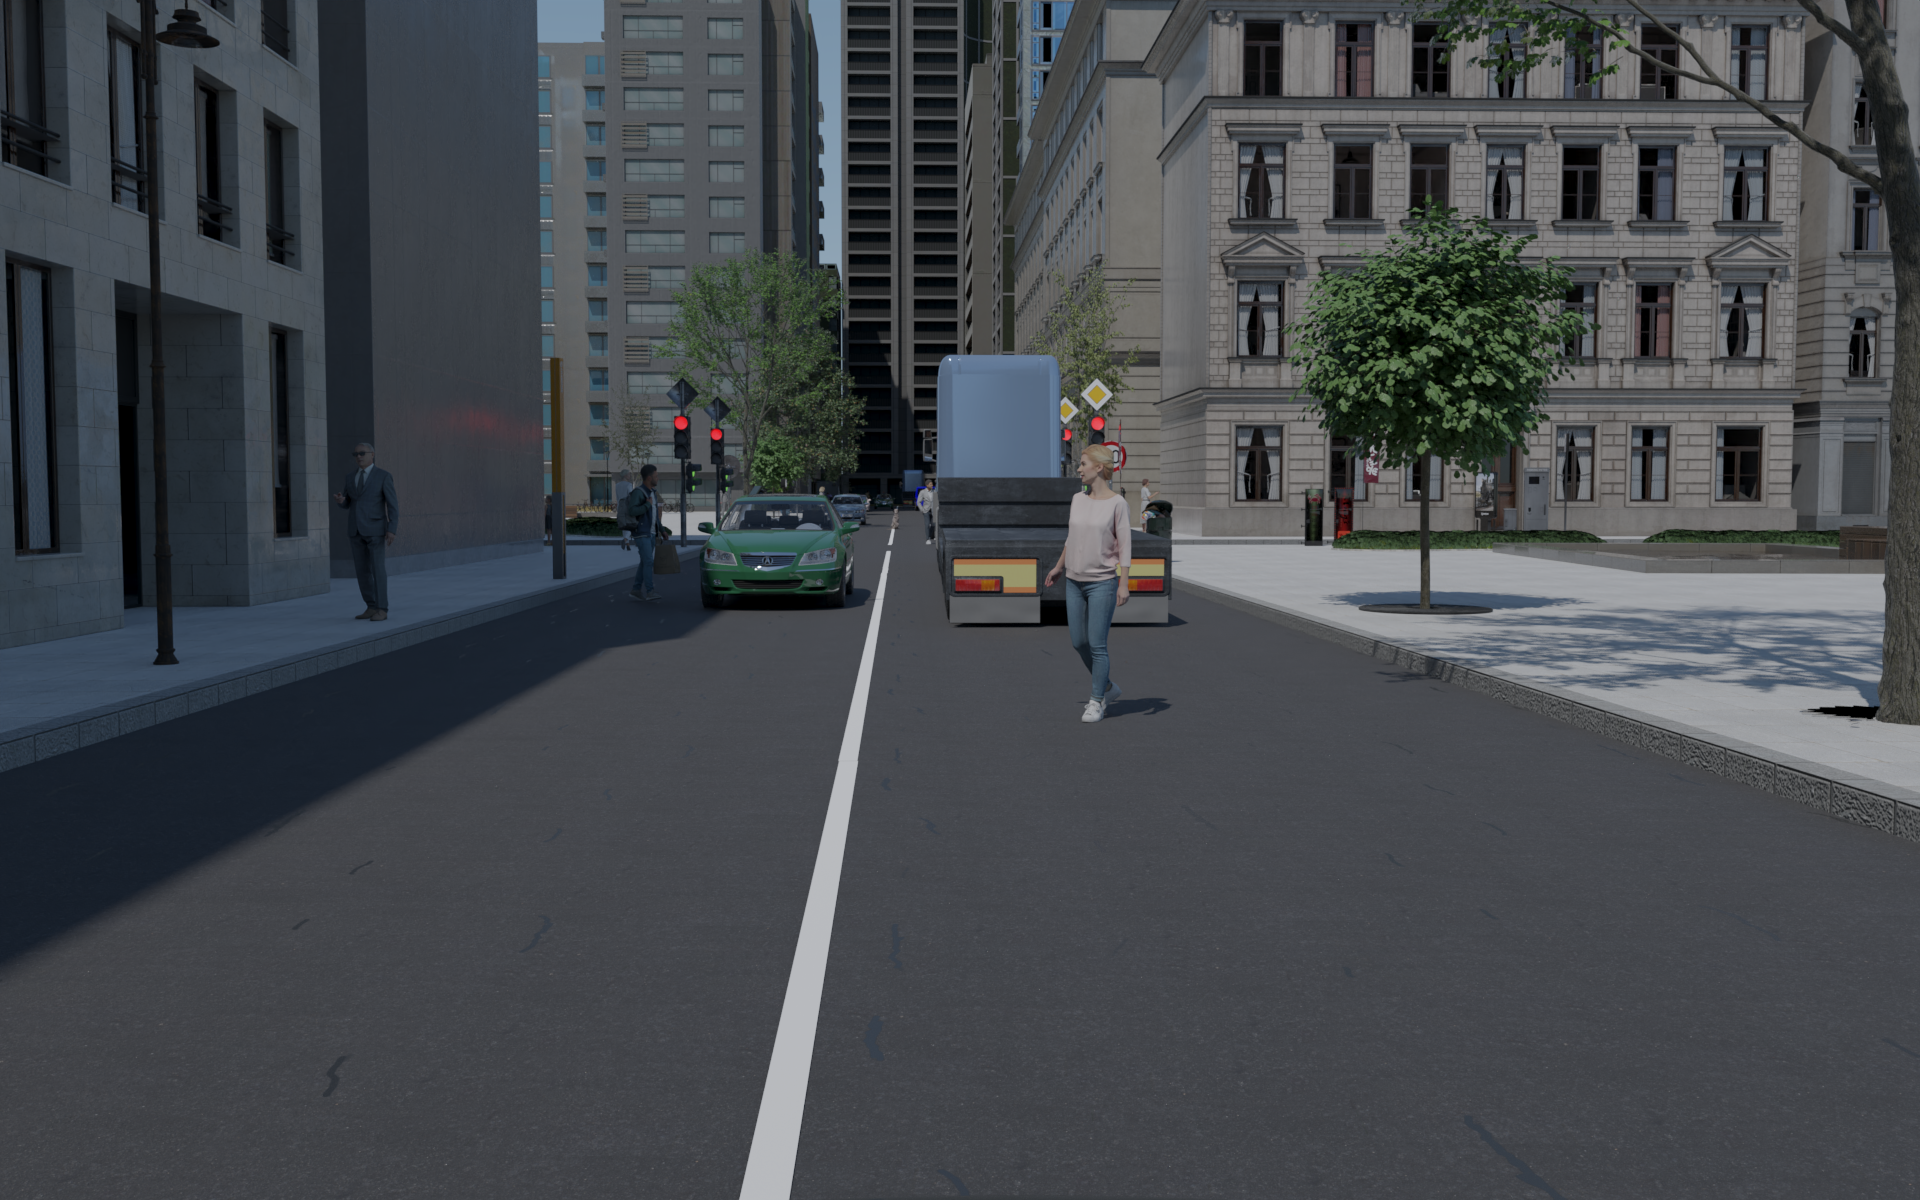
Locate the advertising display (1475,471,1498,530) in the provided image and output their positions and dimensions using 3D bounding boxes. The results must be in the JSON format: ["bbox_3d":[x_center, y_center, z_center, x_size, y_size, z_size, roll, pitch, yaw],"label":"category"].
[{"bbox_3d":[15.154,-2.733,49.891,0.123,1.923,0.974,-1,4,-16],"label":"advertising display"}]

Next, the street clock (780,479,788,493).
[{"bbox_3d":[-8.281,-4.705,81.499,0.358,2.002,0.471,0,4,5],"label":"street clock"}]

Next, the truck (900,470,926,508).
[{"bbox_3d":[-5.038,-12.141,188.261,2.967,4.110,18.799,0,4,-2],"label":"truck"}]

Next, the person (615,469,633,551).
[{"bbox_3d":[-7.548,-2.023,38.998,0.514,1.842,0.818,1,4,11],"label":"person"}]

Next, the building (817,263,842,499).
[{"bbox_3d":[-21.967,-27.262,217.437,14.107,30.474,14.160,0,4,-2],"label":"building"}]

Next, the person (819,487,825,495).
[{"bbox_3d":[-7.064,-4.870,88.307,0.728,1.800,0.709,0,4,-8],"label":"person"}]

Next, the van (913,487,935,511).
[{"bbox_3d":[-2.870,-8.753,147.501,2.240,2.365,5.245,0,4,-1],"label":"van"}]

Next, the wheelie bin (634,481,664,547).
[{"bbox_3d":[-7.663,-2.107,42.362,0.693,1.594,0.980,0,4,7],"label":"wheelie bin"}]

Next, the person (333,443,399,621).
[{"bbox_3d":[-6.062,-0.698,17.624,0.661,1.801,0.590,1,4,12],"label":"person"}]

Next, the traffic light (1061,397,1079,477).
[{"bbox_3d":[3.018,-3.741,50.080,0.839,4.253,0.868,0,4,-2],"label":"traffic light"}]

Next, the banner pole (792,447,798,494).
[{"bbox_3d":[-8.700,-6.198,91.348,0.401,3.779,0.863,1,4,22],"label":"banner pole"}]

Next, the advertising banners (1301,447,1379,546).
[{"bbox_3d":[9.438,-2.844,42.680,2.074,3.025,0.090,0,4,-6],"label":"advertising banners"}]

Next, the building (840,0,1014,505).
[{"bbox_3d":[-4.443,-47.783,219.506,20.611,71.187,20.563,0,4,-2],"label":"building"}]

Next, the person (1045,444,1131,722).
[{"bbox_3d":[0.853,-0.116,11.064,0.731,1.740,0.598,2,4,34],"label":"person"}]

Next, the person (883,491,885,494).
[{"bbox_3d":[-8.735,-11.493,196.958,0.434,1.755,0.990,3,4,37],"label":"person"}]

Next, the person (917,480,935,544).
[{"bbox_3d":[-0.922,-2.520,49.550,0.661,1.843,0.795,-1,4,-21],"label":"person"}]

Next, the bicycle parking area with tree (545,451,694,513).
[{"bbox_3d":[-22.572,-8.039,118.438,9.016,4.147,8.231,2,4,34],"label":"bicycle parking area with tree"}]

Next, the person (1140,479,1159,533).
[{"bbox_3d":[5.784,-2.841,53.069,0.524,1.755,0.480,-1,4,-19],"label":"person"}]

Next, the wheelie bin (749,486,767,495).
[{"bbox_3d":[-7.891,-3.648,67.556,0.693,1.594,0.980,-2,4,-32],"label":"wheelie bin"}]

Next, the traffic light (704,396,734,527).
[{"bbox_3d":[-6.936,-3.719,49.720,0.839,4.253,0.868,0,4,-2],"label":"traffic light"}]

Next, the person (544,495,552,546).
[{"bbox_3d":[-10.172,-1.959,42.741,0.373,1.253,0.362,2,4,30],"label":"person"}]

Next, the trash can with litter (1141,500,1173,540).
[{"bbox_3d":[3.684,-1.305,32.720,0.624,1.170,1.055,0,4,0],"label":"trash can with litter"}]

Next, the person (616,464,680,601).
[{"bbox_3d":[-4.133,-0.891,23.046,0.713,1.824,0.794,2,4,32],"label":"person"}]

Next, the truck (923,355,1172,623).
[{"bbox_3d":[0.877,-2.325,27.778,2.967,4.110,18.799,0,4,-1],"label":"truck"}]

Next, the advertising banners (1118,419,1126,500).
[{"bbox_3d":[3.724,-2.670,39.849,0.090,3.025,2.074,0,4,3],"label":"advertising banners"}]

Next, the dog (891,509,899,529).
[{"bbox_3d":[-2.739,-3.285,70.551,0.800,0.831,0.513,-3,5,-40],"label":"dog"}]

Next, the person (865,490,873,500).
[{"bbox_3d":[-9.354,-10.233,175.904,1.348,1.812,0.705,2,4,29],"label":"person"}]

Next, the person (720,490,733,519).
[{"bbox_3d":[-11.959,-5.005,87.995,0.853,1.813,0.709,1,4,13],"label":"person"}]

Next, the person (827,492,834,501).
[{"bbox_3d":[-10.820,-8.250,144.164,0.697,1.427,0.421,3,4,37],"label":"person"}]

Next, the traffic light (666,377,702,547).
[{"bbox_3d":[-6.660,-3.231,41.740,0.839,4.253,0.868,0,4,-2],"label":"traffic light"}]

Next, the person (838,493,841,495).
[{"bbox_3d":[-12.747,-10.700,182.458,0.415,1.643,0.593,-1,4,-17],"label":"person"}]

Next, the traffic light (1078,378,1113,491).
[{"bbox_3d":[3.295,-3.253,42.100,0.839,4.253,0.868,0,4,-2],"label":"traffic light"}]
